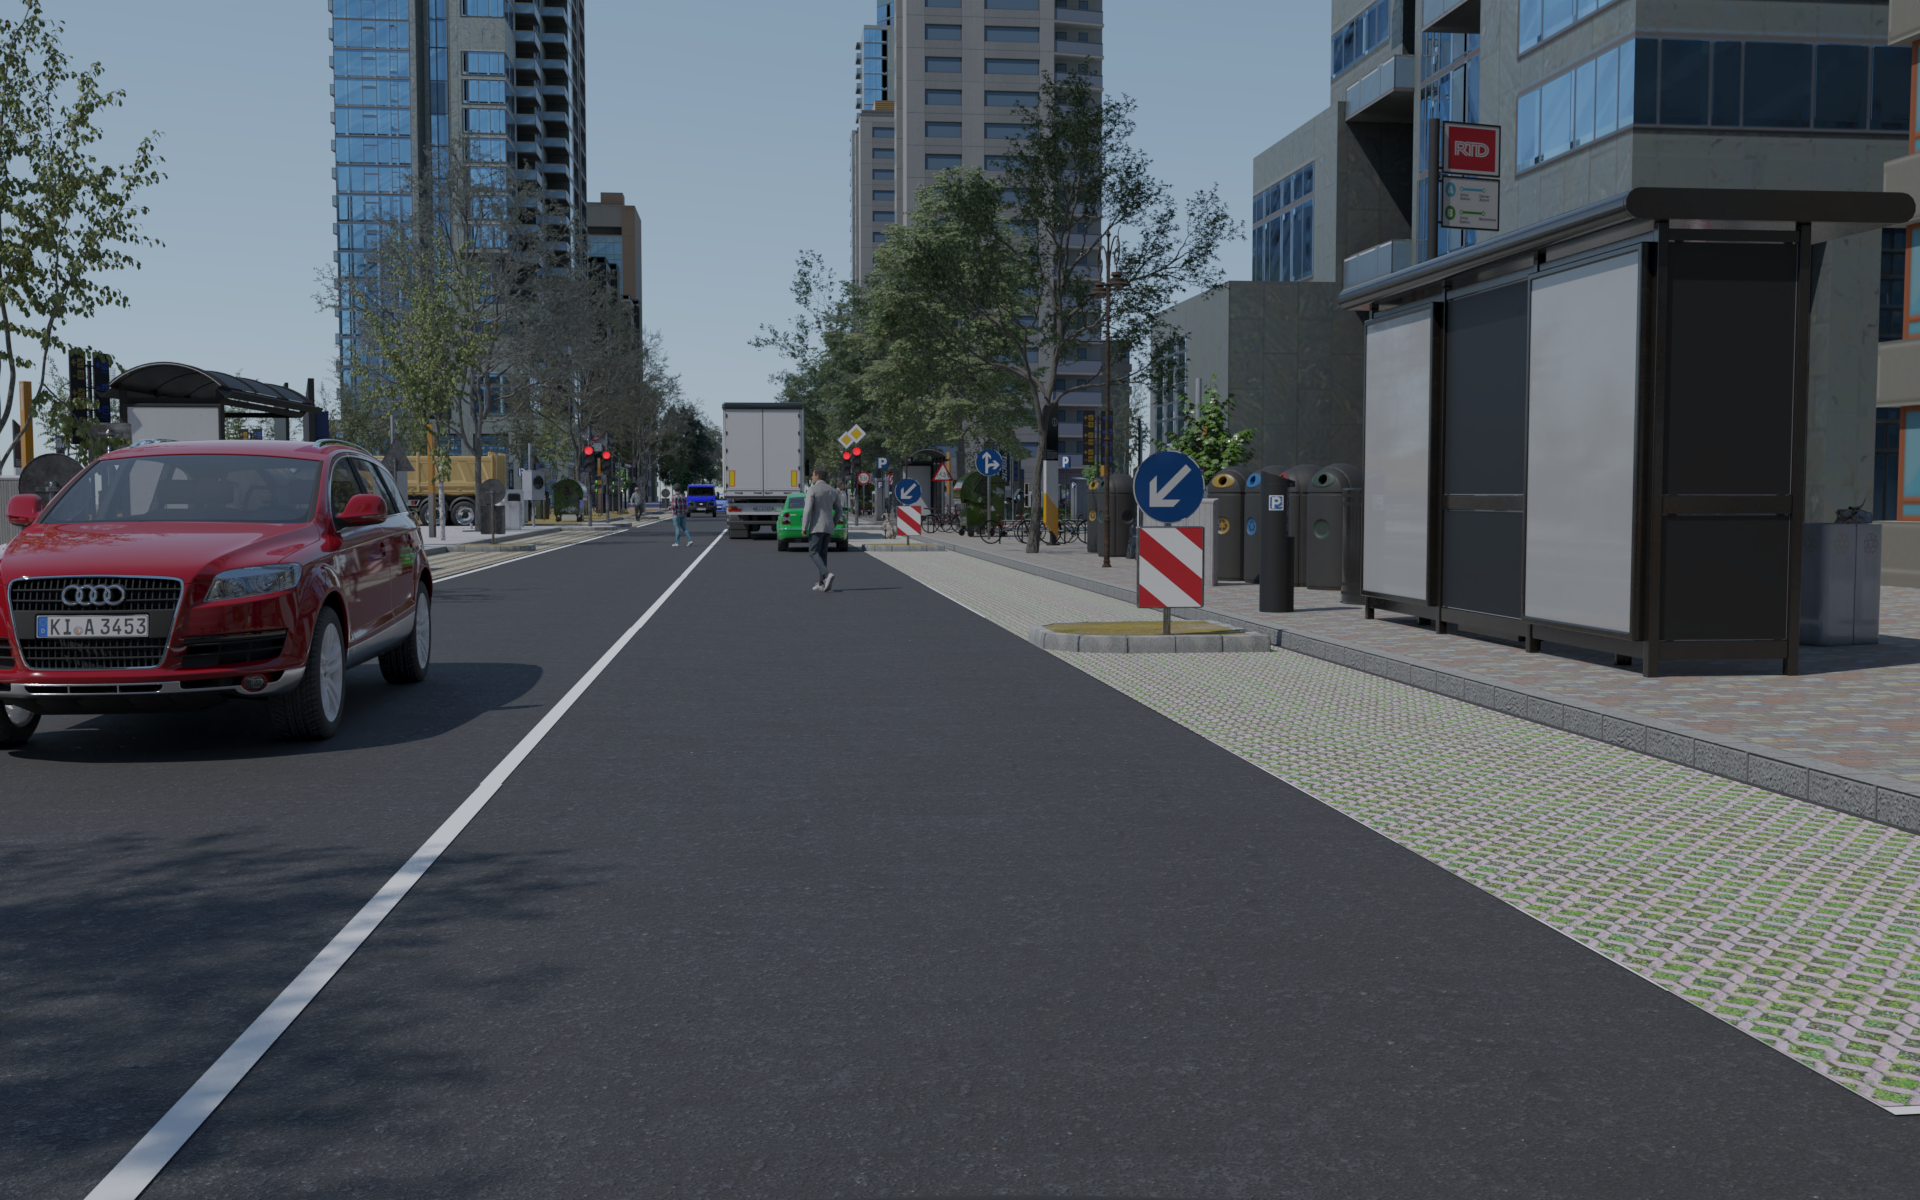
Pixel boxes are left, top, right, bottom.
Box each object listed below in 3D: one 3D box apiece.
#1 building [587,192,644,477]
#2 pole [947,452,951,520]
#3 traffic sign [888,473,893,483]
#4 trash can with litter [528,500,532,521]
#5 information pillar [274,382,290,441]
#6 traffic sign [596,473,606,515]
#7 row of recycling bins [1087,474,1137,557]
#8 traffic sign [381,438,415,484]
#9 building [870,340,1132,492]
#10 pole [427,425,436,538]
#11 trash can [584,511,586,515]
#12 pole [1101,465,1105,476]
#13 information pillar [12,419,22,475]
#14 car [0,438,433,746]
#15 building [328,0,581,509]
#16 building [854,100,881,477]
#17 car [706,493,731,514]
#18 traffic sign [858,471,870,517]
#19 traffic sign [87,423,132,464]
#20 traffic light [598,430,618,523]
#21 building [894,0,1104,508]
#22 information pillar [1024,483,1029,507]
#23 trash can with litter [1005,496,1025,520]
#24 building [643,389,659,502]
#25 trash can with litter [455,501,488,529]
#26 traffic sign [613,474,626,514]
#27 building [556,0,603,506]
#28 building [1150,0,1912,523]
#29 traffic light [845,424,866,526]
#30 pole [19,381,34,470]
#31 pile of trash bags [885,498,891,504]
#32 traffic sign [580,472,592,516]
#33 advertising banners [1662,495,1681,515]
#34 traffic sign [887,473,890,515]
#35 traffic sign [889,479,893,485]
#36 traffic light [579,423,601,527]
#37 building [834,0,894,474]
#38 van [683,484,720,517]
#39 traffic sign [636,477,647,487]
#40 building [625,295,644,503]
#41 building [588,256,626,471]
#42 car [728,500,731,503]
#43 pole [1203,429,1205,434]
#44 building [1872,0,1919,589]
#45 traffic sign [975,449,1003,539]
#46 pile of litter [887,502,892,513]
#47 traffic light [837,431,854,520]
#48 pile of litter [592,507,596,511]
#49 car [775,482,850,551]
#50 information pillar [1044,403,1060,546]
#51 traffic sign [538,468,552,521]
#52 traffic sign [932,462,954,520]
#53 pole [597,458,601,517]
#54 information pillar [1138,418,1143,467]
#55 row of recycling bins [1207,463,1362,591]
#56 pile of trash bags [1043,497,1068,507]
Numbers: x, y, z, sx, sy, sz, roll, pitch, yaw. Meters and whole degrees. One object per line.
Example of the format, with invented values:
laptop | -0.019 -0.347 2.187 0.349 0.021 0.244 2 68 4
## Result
building | -55.100 -37.306 260.055 14.600 45.320 14.200 0 4 -7
pole | -0.539 -5.522 84.131 0.158 3.312 0.155 0 3 0
traffic sign | -3.966 -6.397 104.702 0.768 2.556 0.104 0 4 -1
trash can with litter | -20.436 -4.262 81.074 0.624 1.170 1.055 -3 4 -37
information pillar | -14.272 -2.762 36.521 0.504 3.616 0.183 3 5 39
traffic sign | -21.522 -6.358 104.052 0.768 2.556 0.104 0 4 1
row of recycling bins | 3.298 -1.815 36.786 1.069 1.692 3.534 0 4 0
traffic sign | -13.195 -2.478 40.519 0.884 2.594 0.081 0 4 -4
building | 3.953 -22.185 207.757 27.650 21.520 28.899 0 4 -7
pole | -15.517 -3.488 50.865 0.158 3.312 0.155 0 3 0
trash can | -23.014 -5.763 105.876 0.748 1.137 0.748 0 3 0
pole | 4.196 -3.457 50.367 0.158 3.312 0.155 0 3 0
information pillar | -29.501 -3.857 54.409 0.183 3.616 0.504 1 4 22
car | -4.896 -0.181 11.634 2.281 1.827 5.304 0 4 -8
building | -46.981 -51.966 162.314 22.319 86.520 31.000 0 4 -7
building | -5.591 -44.325 266.713 21.231 58.520 28.212 0 4 -7
car | -17.678 -7.122 126.042 1.945 1.707 3.694 -1 4 -8
traffic sign | -5.376 -5.911 96.746 0.768 2.556 0.104 0 4 2
traffic sign | -12.210 -1.394 24.915 0.606 2.300 0.079 0 4 -6
traffic light | -15.474 -5.331 76.075 0.839 4.253 0.868 0 4 -7
building | 3.794 -38.894 177.917 21.231 58.520 28.212 0 4 -7
information pillar | 4.507 -6.866 116.758 0.304 2.012 0.304 1 4 8
trash can with litter | 2.502 -4.237 80.667 0.624 1.170 1.055 3 5 43
building | -63.977 -26.717 281.860 27.650 21.520 28.899 0 4 -7
trash can with litter | -17.378 -3.214 63.600 1.678 1.210 2.233 -3 5 -43
traffic sign | -21.749 -6.748 110.332 0.884 2.594 0.081 0 4 -6
building | -49.290 -45.912 188.906 20.563 71.187 20.611 0 4 -7
building | 19.756 -44.869 46.286 22.319 86.520 31.000 0 4 -7
traffic light | -4.164 -4.920 69.360 0.839 4.253 0.868 0 4 -7
pole | -16.868 -2.294 31.354 0.158 3.312 0.155 0 3 0
pile of trash bags | -6.352 -8.112 142.387 3.447 1.369 1.912 0 4 -4
traffic sign | -21.391 -6.054 99.097 0.768 2.556 0.104 0 4 0
advertising banners | 7.544 -1.378 18.712 0.090 3.025 2.074 0 4 -3
traffic sign | -4.359 -6.480 105.959 0.884 2.594 0.081 0 4 -2
traffic sign | -3.869 -6.362 104.015 0.884 2.594 0.081 0 4 -1
traffic light | -14.554 -4.845 68.143 0.839 4.253 0.868 0 4 -7
building | -9.883 -60.128 295.769 22.319 86.520 31.000 0 4 -7
van | -16.131 -6.336 107.981 2.240 2.365 5.245 -1 4 -8
traffic sign | -23.275 -7.735 126.565 0.768 2.556 0.104 0 4 2
building | -52.767 -29.043 246.556 14.160 30.474 14.107 0 4 -7
building | -48.260 -26.667 207.711 14.160 30.474 14.107 0 4 -7
car | -24.590 -10.719 187.843 1.945 1.354 3.894 0 4 -5
pole | 7.012 -3.398 49.401 0.158 3.312 0.155 0 3 0
building | 28.284 -10.158 11.124 27.650 21.520 28.899 0 4 -7
traffic sign | 0.819 -2.987 48.936 0.768 2.556 0.104 0 4 3
pile of litter | -4.495 -6.234 115.891 1.176 0.858 1.719 0 4 1
traffic light | -5.084 -5.405 77.292 0.839 4.253 0.868 0 4 -7
pile of litter | -28.021 -7.405 135.042 1.719 0.858 1.176 0 4 -7
car | -3.808 -2.196 44.700 1.959 1.807 4.718 0 4 -5
information pillar | 2.271 -3.162 43.052 0.183 3.616 0.504 3 5 42
traffic sign | -20.097 -5.109 83.636 0.768 2.556 0.104 0 4 1
traffic sign | -0.697 -4.278 69.952 0.884 2.594 0.081 0 4 2
pole | -20.418 -6.372 98.018 0.158 3.312 0.155 0 3 0
information pillar | 5.578 -3.811 53.661 0.183 3.616 0.504 1 4 14
row of recycling bins | 4.643 -1.070 24.615 1.069 1.692 3.534 -1 4 -22
pile of trash bags | 7.055 -7.090 125.674 1.912 1.369 3.447 -1 4 -20
